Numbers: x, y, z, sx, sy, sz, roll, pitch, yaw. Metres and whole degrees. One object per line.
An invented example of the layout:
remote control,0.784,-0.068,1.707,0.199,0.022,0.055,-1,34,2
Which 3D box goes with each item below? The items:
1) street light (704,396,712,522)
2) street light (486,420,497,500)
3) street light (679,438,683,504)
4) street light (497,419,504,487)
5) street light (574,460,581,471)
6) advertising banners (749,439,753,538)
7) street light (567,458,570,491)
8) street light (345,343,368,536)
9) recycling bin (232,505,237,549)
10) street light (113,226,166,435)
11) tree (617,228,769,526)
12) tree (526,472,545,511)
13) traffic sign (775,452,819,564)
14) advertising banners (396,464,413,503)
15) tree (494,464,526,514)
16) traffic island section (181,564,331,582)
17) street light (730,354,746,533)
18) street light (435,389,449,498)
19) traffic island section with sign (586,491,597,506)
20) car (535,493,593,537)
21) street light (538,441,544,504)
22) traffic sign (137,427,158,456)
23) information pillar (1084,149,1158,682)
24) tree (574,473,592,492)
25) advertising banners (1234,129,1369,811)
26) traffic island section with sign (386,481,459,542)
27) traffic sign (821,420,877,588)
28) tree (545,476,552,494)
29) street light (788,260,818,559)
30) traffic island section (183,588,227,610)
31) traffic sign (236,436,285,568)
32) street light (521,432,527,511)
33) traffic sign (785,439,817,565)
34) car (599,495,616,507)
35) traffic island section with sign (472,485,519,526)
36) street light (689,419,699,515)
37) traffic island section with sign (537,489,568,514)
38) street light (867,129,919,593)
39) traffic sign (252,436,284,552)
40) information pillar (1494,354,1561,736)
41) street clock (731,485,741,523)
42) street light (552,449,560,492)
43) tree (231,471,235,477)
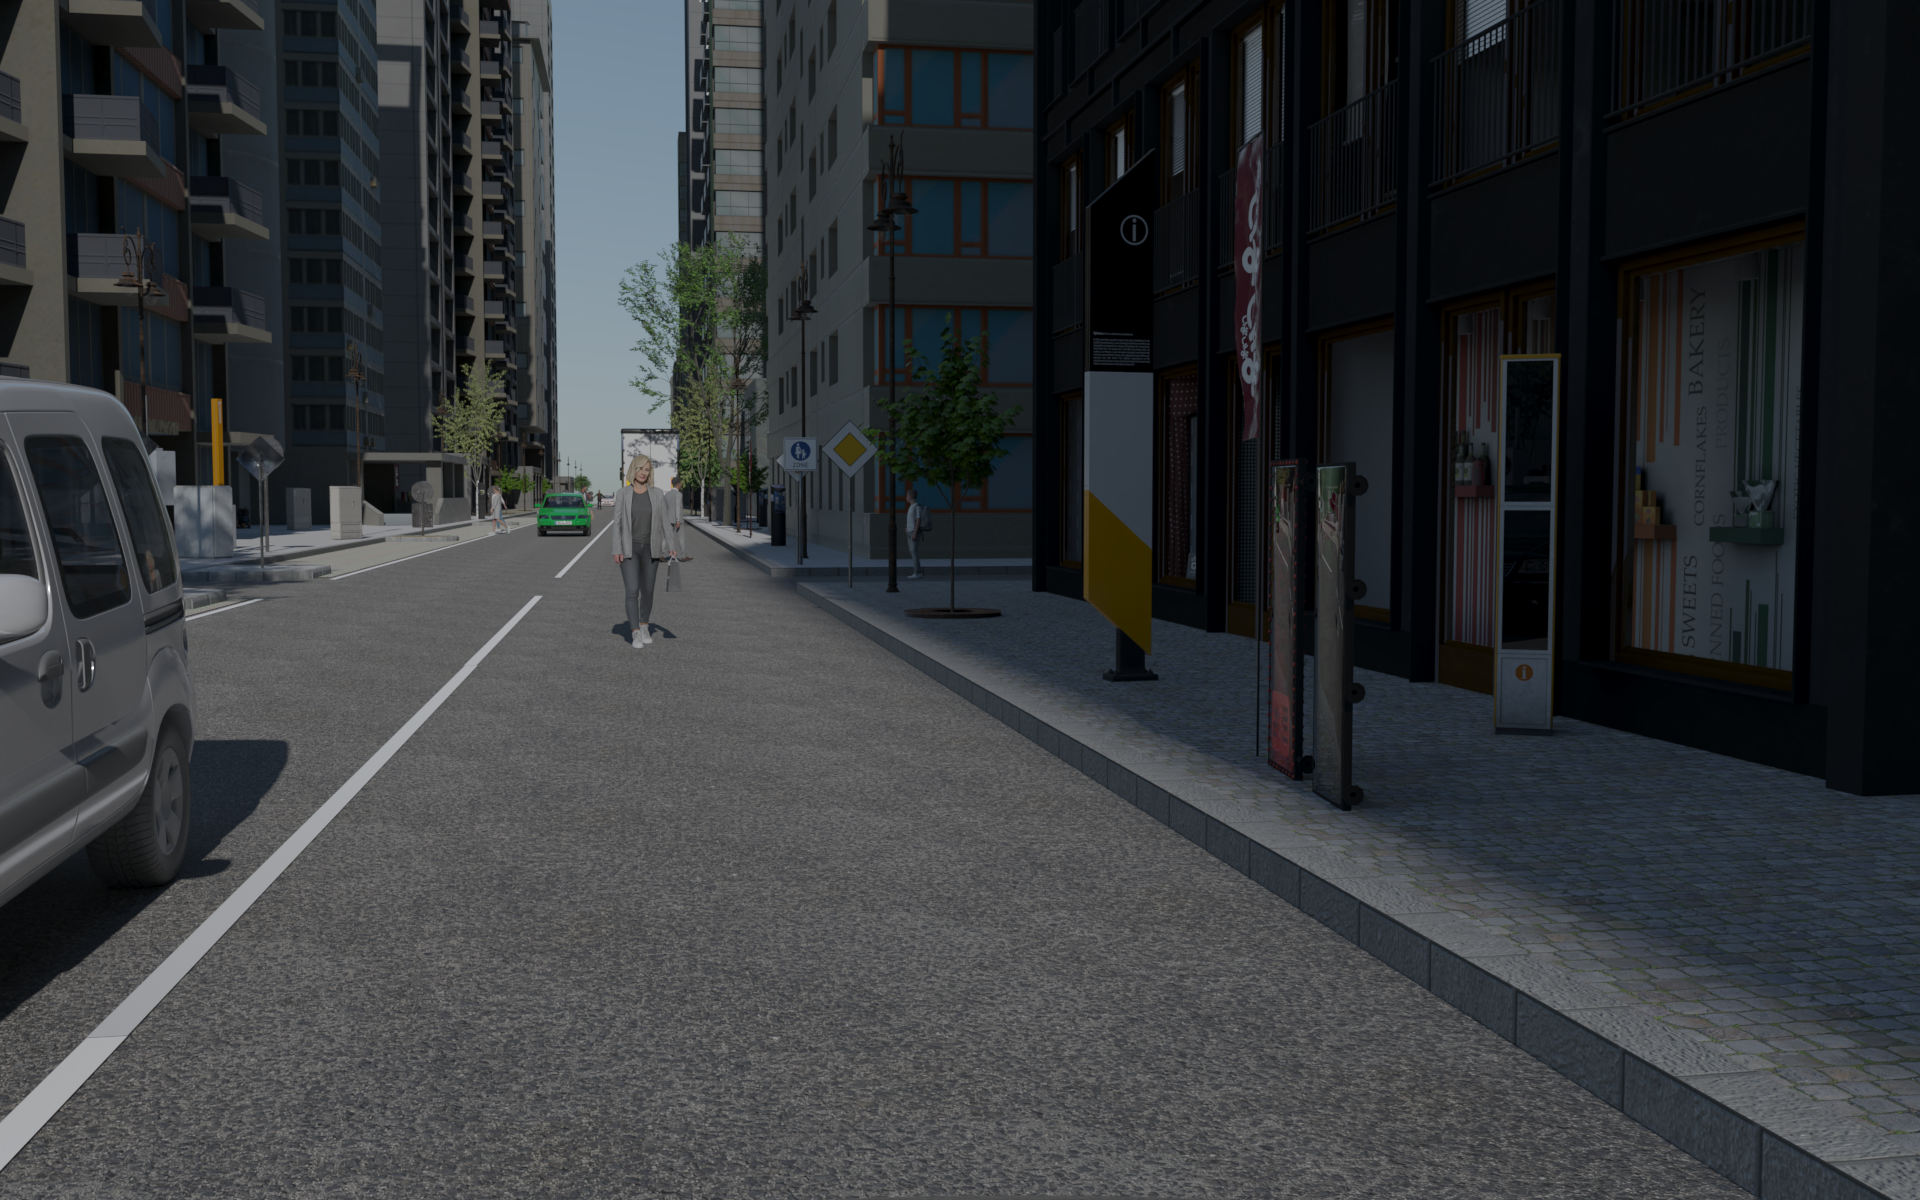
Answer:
street light,-11.612,-6.576,80.310,0.468,5.910,1.993,-1,4,-10
street light,-26.931,-7.712,98.878,0.468,5.910,1.993,-1,4,-10
street light,-21.558,-9.877,134.282,0.468,5.910,1.993,-1,4,-10
street light,-28.167,-8.143,105.927,0.468,5.910,1.993,-1,4,-10
street light,-51.757,-15.940,233.398,0.468,5.910,1.993,-1,4,-10
advertising banners,-6.136,-3.335,50.712,0.090,3.025,2.074,0,4,-6
street light,-47.588,-14.544,210.574,0.468,5.910,1.993,-1,4,-10
street light,-18.405,-4.904,52.973,0.468,5.910,1.993,-1,4,-10
recycling bin,-17.289,-1.690,40.182,0.722,1.027,0.722,0,4,1
street light,-14.216,-3.509,30.153,0.468,5.910,1.993,-1,4,-10
tree,-9.483,-8.779,69.298,9.928,11.665,9.643,0,3,0
tree,-32.981,-8.388,131.740,1.663,3.219,1.824,0,3,0
traffic sign,-2.956,-1.705,31.518,0.795,2.450,0.064,-1,4,-10
advertising banners,-31.832,-6.290,99.033,0.090,3.025,2.074,1,4,9
tree,-29.840,-7.280,113.635,1.663,3.219,1.824,0,3,0
traffic island section,-12.072,-0.467,29.921,2.009,0.180,2.903,-1,4,-10
street light,-7.334,-5.162,57.192,0.468,5.910,1.993,-1,4,-10
street light,-22.702,-6.317,76.065,0.468,5.910,1.993,-1,4,-10
traffic island section with sign,-50.201,-13.907,235.999,1.989,1.847,2.006,-1,4,-10
car,-13.637,-3.114,59.711,1.959,1.807,4.718,-1,4,-12
street light,-36.671,-10.953,151.865,0.468,5.910,1.993,-1,4,-10
traffic sign,-10.598,-1.123,22.011,0.795,2.450,0.064,-1,4,-10
information pillar,1.097,-1.251,11.814,0.504,3.616,0.183,-1,4,-18
tree,-57.001,-16.952,260.873,4.285,4.588,4.351,0,3,0
advertising banners,1.496,-0.714,7.856,0.090,3.025,2.074,0,4,-4
traffic island section with sign,-16.254,-2.680,52.443,1.989,1.847,2.006,-1,4,-10
traffic sign,-1.503,-1.225,23.666,0.795,2.450,0.064,-1,4,-10
tree,-42.604,-11.217,178.000,1.663,3.219,1.824,0,3,0
street light,-3.106,-3.767,34.379,0.468,5.910,1.993,-1,4,-10
traffic island section,-10.619,0.013,22.068,2.009,0.180,2.903,-1,4,-10
traffic sign,-12.050,-1.604,29.863,0.795,2.450,0.064,-1,4,-10
street light,-32.471,-9.557,129.047,0.468,5.910,1.993,-1,4,-10
traffic sign,-2.881,-1.788,31.369,0.606,2.300,0.079,0,4,-3
car,-40.578,-11.412,198.941,2.083,1.381,4.827,-1,4,-11
traffic island section with sign,-21.157,-4.301,78.950,1.989,1.847,2.006,-1,4,-10
street light,-15.908,-8.035,104.162,0.468,5.910,1.993,-1,4,-10
traffic island section with sign,-30.267,-7.313,128.195,1.989,1.847,2.006,-1,4,-10
street light,-0.879,-3.038,22.456,0.468,5.910,1.993,-1,4,-10
traffic sign,-15.332,-2.334,38.262,0.768,2.556,0.104,0,4,-6
information pillar,3.035,-0.293,9.277,0.304,2.012,0.304,1,4,18
street clock,-9.879,-4.407,76.632,0.471,2.002,0.358,1,4,23
street light,-40.958,-12.365,174.952,0.468,5.910,1.993,-1,4,-10
tree,-26.325,-4.060,60.983,1.663,3.219,1.824,0,3,0
